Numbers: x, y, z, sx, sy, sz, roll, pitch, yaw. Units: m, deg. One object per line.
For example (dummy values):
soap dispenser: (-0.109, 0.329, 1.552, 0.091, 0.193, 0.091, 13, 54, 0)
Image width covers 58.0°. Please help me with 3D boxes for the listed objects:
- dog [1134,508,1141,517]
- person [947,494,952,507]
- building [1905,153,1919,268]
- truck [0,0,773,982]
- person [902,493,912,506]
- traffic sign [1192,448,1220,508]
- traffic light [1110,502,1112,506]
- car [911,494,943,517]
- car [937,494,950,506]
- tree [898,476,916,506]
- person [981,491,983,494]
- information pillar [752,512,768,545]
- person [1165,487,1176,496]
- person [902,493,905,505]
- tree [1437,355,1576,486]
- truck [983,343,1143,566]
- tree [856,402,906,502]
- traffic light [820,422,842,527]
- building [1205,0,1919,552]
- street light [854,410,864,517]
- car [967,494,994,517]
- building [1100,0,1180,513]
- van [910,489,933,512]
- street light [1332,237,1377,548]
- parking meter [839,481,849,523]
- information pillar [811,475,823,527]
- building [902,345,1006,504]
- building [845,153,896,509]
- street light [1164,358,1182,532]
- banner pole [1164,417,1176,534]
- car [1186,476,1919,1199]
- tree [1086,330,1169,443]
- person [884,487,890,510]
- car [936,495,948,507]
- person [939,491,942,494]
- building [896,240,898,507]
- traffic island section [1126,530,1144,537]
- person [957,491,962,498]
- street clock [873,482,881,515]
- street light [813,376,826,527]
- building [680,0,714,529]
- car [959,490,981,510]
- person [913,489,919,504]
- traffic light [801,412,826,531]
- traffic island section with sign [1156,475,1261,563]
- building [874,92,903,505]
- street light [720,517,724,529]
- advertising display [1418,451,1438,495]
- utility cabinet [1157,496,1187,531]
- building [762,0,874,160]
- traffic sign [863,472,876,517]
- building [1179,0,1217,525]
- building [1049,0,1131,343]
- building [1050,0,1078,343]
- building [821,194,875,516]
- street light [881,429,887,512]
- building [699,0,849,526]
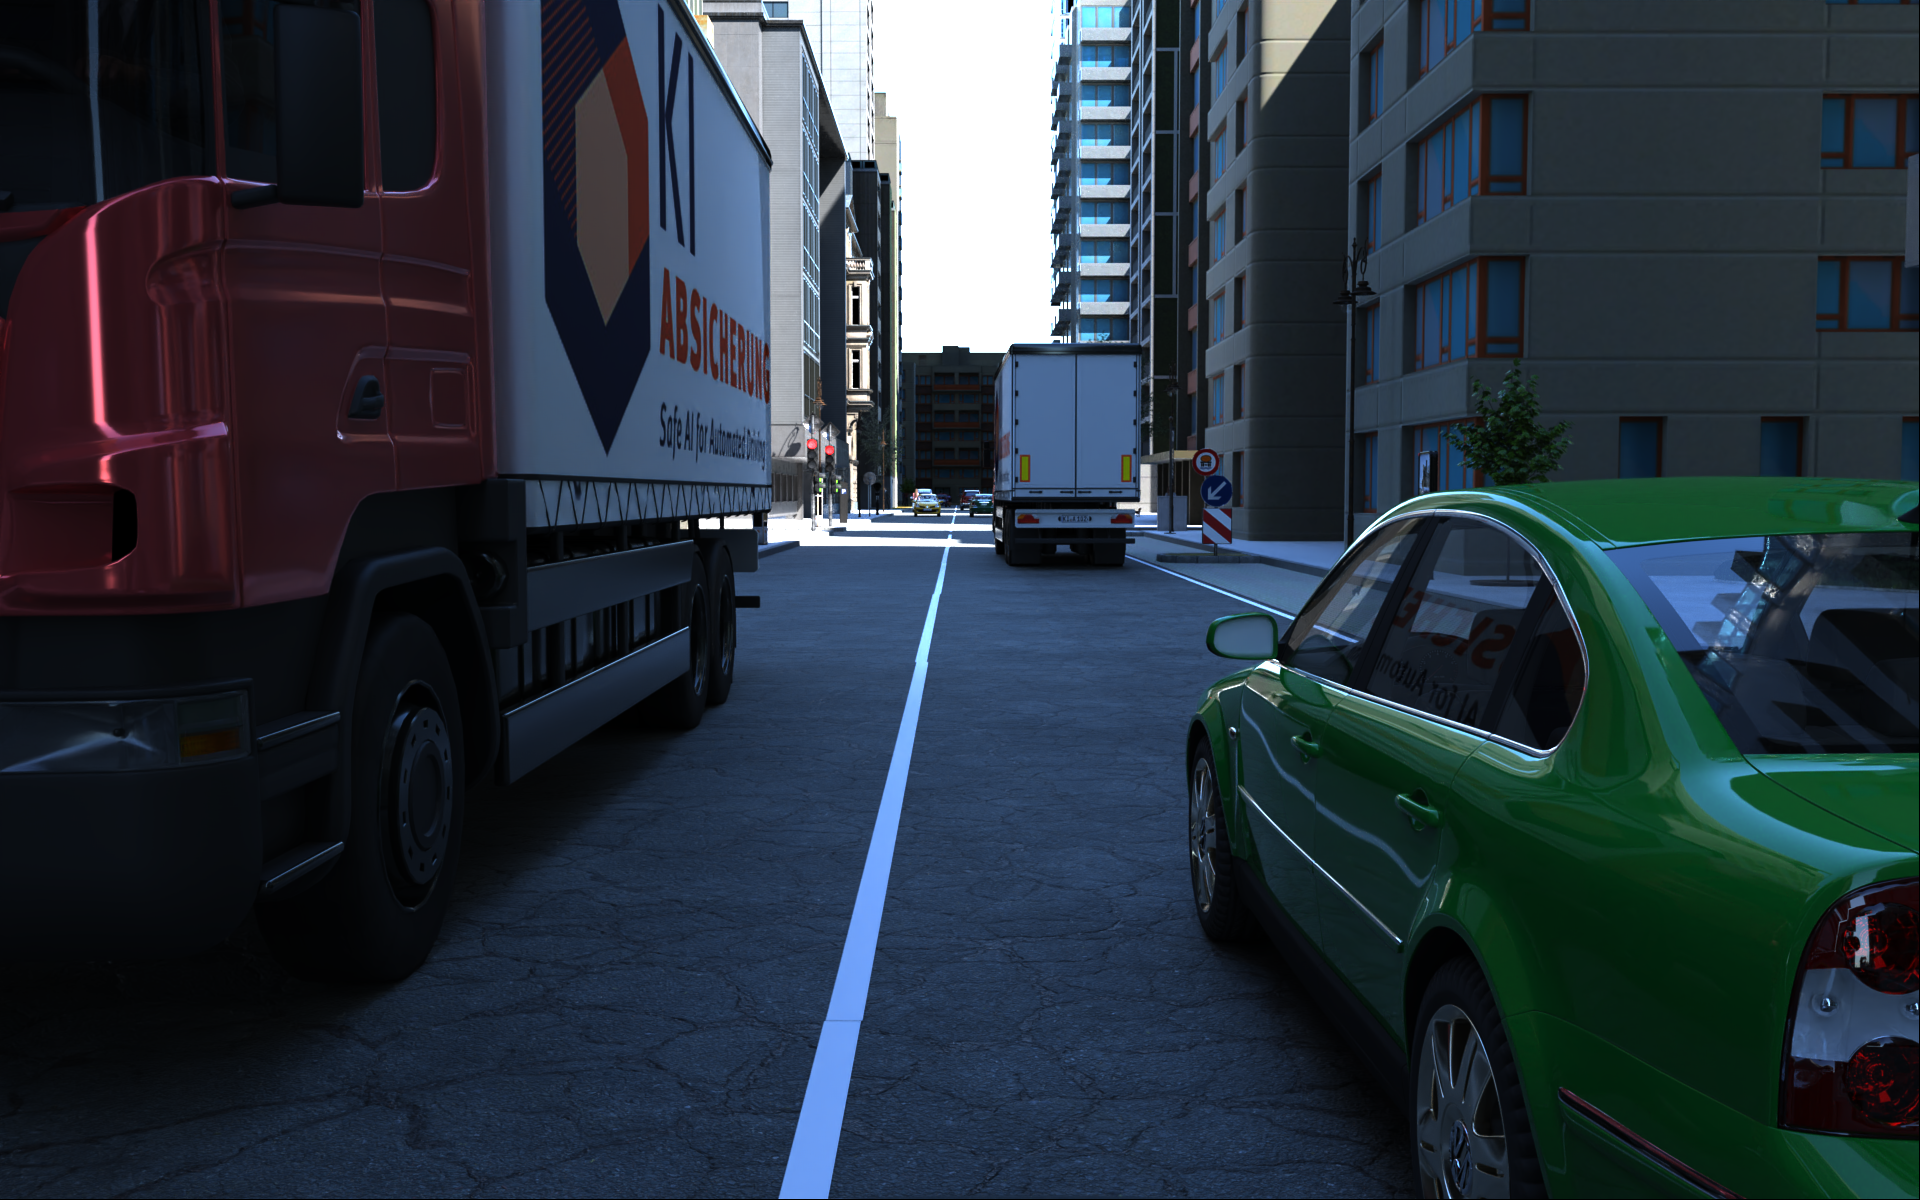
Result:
dog: (9.909, -4.883, 96.673, 0.540, 0.507, 0.406, 1, 4, 21)
person: (-1.220, -11.062, 192.603, 0.421, 1.427, 0.697, -3, 5, -41)
building: (19.106, -23.420, 2.518, 23.786, 49.044, 30.456, 0, 3, 0)
truck: (-2.756, -1.197, 8.482, 2.839, 4.237, 11.283, 0, 4, 0)
person: (-5.585, -10.754, 182.589, 1.217, 1.743, 0.721, 2, 4, 30)
traffic sign: (6.857, -2.950, 48.346, 0.768, 2.556, 0.104, 0, 4, 8)
traffic light: (5.138, -4.311, 59.400, 0.839, 4.253, 0.868, 0, 3, 0)
car: (-2.094, -6.145, 110.699, 2.015, 1.641, 3.980, 0, 4, -1)
car: (-2.141, -12.398, 211.743, 2.155, 1.783, 4.494, 0, 4, 0)
tree: (-5.610, -11.358, 180.300, 1.663, 3.219, 1.824, 0, 3, 0)
person: (2.325, -10.957, 188.474, 1.217, 1.723, 0.721, 1, 4, 19)
information pillar: (-5.043, -2.396, 43.674, 0.304, 2.012, 0.304, 1, 4, 16)
person: (7.949, -3.405, 64.450, 0.520, 1.790, 0.573, -3, 4, -37)
person: (-6.343, -11.572, 196.160, 0.530, 1.710, 0.541, 1, 4, 10)
tree: (7.834, -1.815, 24.279, 1.663, 3.219, 1.824, 0, 3, 0)
truck: (2.056, -2.987, 37.756, 2.839, 4.237, 11.283, 0, 4, -1)
tree: (-6.447, -11.589, 139.834, 4.360, 8.622, 3.978, 0, 3, 0)
traffic light: (-5.026, -4.798, 67.364, 0.839, 4.253, 0.868, 0, 3, 0)
building: (21.731, -11.983, 40.966, 27.650, 21.520, 28.899, 0, 3, 0)
street light: (-5.557, -7.521, 95.751, 0.468, 5.910, 1.993, 0, 3, 0)
car: (1.516, -5.912, 108.454, 2.131, 1.459, 4.920, 0, 4, 1)
building: (20.823, -41.664, 119.461, 20.563, 71.187, 20.611, 0, 3, 0)
van: (-2.888, -7.944, 136.903, 2.013, 2.044, 4.112, 0, 4, 1)
street light: (7.112, -3.584, 31.391, 0.468, 5.910, 1.993, 0, 3, 0)
parking meter: (-5.099, -4.312, 76.206, 0.399, 1.863, 0.255, 0, 4, -4)
information pillar: (-5.507, -3.806, 66.726, 0.304, 2.012, 0.304, 2, 4, 33)
building: (-0.454, -24.220, 241.030, 28.899, 21.520, 27.650, 0, 3, 0)
building: (-13.137, -23.104, 149.458, 14.160, 30.474, 14.107, 0, 3, 0)
street light: (7.219, -5.266, 58.894, 0.468, 5.910, 1.993, 0, 3, 0)
banner pole: (6.876, -4.049, 56.212, 0.401, 3.779, 0.863, 1, 4, 17)
car: (1.677, 0.281, 4.207, 1.959, 1.807, 4.718, 0, 4, -1)
tree: (8.185, -10.091, 99.401, 8.767, 10.594, 7.601, 2, 4, 34)
person: (-6.096, -8.352, 142.374, 0.755, 1.850, 0.659, -1, 4, -12)
car: (-2.239, -10.832, 189.683, 1.945, 1.354, 3.894, 0, 3, 0)
person: (-2.468, -12.889, 218.868, 1.348, 1.869, 0.705, 0, 4, -1)
building: (-13.237, -23.966, 163.539, 14.160, 30.474, 14.107, 0, 3, 0)
traffic island section: (5.178, -2.277, 59.514, 2.009, 0.180, 2.903, 0, 3, 0)
person: (0.201, -12.603, 214.633, 1.350, 1.814, 0.705, 1, 4, 21)
street clock: (-5.052, -6.198, 105.907, 0.471, 2.002, 0.358, 0, 4, -6)
street light: (-5.521, -5.839, 68.248, 0.468, 5.910, 1.993, 0, 3, 0)
building: (-18.631, -21.349, 40.934, 23.993, 40.220, 32.217, 0, 3, 0)
car: (1.033, -8.806, 152.649, 2.281, 1.827, 5.304, 0, 4, 0)
person: (-3.210, -7.332, 128.384, 0.555, 1.821, 0.388, 0, 4, 3)
traffic light: (-5.023, -4.309, 59.379, 0.839, 4.253, 0.868, 0, 3, 0)
traffic island section with sign: (5.189, -1.705, 36.507, 1.989, 1.847, 2.006, 0, 3, 0)
building: (-17.813, -35.632, 206.279, 21.600, 48.544, 21.300, 0, 3, 0)
street light: (-5.445, -4.078, 39.468, 0.468, 5.910, 1.993, 0, 3, 0)
advertising display: (7.094, -1.290, 26.300, 0.123, 1.923, 0.974, 0, 4, 5)
utility cabinet: (7.378, -3.000, 60.217, 1.020, 1.237, 0.306, 0, 4, 1)
building: (-17.107, -45.366, 179.980, 20.563, 71.187, 20.611, 0, 3, 0)
traffic sign: (-5.149, -6.028, 98.657, 0.768, 2.556, 0.104, 0, 4, 3)
building: (22.782, -25.892, 77.960, 28.867, 44.769, 22.147, 0, 3, 0)
building: (20.311, -33.660, 169.953, 23.786, 49.044, 30.456, 0, 3, 0)
building: (19.347, -54.259, 199.806, 22.319, 86.520, 31.000, 0, 3, 0)
building: (-13.033, -18.146, 115.768, 14.460, 24.649, 34.723, 0, 3, 0)
street light: (-5.447, -9.203, 123.253, 0.468, 5.910, 1.993, 0, 3, 0)
building: (-13.406, -16.170, 83.438, 14.314, 24.678, 30.058, 0, 3, 0)
